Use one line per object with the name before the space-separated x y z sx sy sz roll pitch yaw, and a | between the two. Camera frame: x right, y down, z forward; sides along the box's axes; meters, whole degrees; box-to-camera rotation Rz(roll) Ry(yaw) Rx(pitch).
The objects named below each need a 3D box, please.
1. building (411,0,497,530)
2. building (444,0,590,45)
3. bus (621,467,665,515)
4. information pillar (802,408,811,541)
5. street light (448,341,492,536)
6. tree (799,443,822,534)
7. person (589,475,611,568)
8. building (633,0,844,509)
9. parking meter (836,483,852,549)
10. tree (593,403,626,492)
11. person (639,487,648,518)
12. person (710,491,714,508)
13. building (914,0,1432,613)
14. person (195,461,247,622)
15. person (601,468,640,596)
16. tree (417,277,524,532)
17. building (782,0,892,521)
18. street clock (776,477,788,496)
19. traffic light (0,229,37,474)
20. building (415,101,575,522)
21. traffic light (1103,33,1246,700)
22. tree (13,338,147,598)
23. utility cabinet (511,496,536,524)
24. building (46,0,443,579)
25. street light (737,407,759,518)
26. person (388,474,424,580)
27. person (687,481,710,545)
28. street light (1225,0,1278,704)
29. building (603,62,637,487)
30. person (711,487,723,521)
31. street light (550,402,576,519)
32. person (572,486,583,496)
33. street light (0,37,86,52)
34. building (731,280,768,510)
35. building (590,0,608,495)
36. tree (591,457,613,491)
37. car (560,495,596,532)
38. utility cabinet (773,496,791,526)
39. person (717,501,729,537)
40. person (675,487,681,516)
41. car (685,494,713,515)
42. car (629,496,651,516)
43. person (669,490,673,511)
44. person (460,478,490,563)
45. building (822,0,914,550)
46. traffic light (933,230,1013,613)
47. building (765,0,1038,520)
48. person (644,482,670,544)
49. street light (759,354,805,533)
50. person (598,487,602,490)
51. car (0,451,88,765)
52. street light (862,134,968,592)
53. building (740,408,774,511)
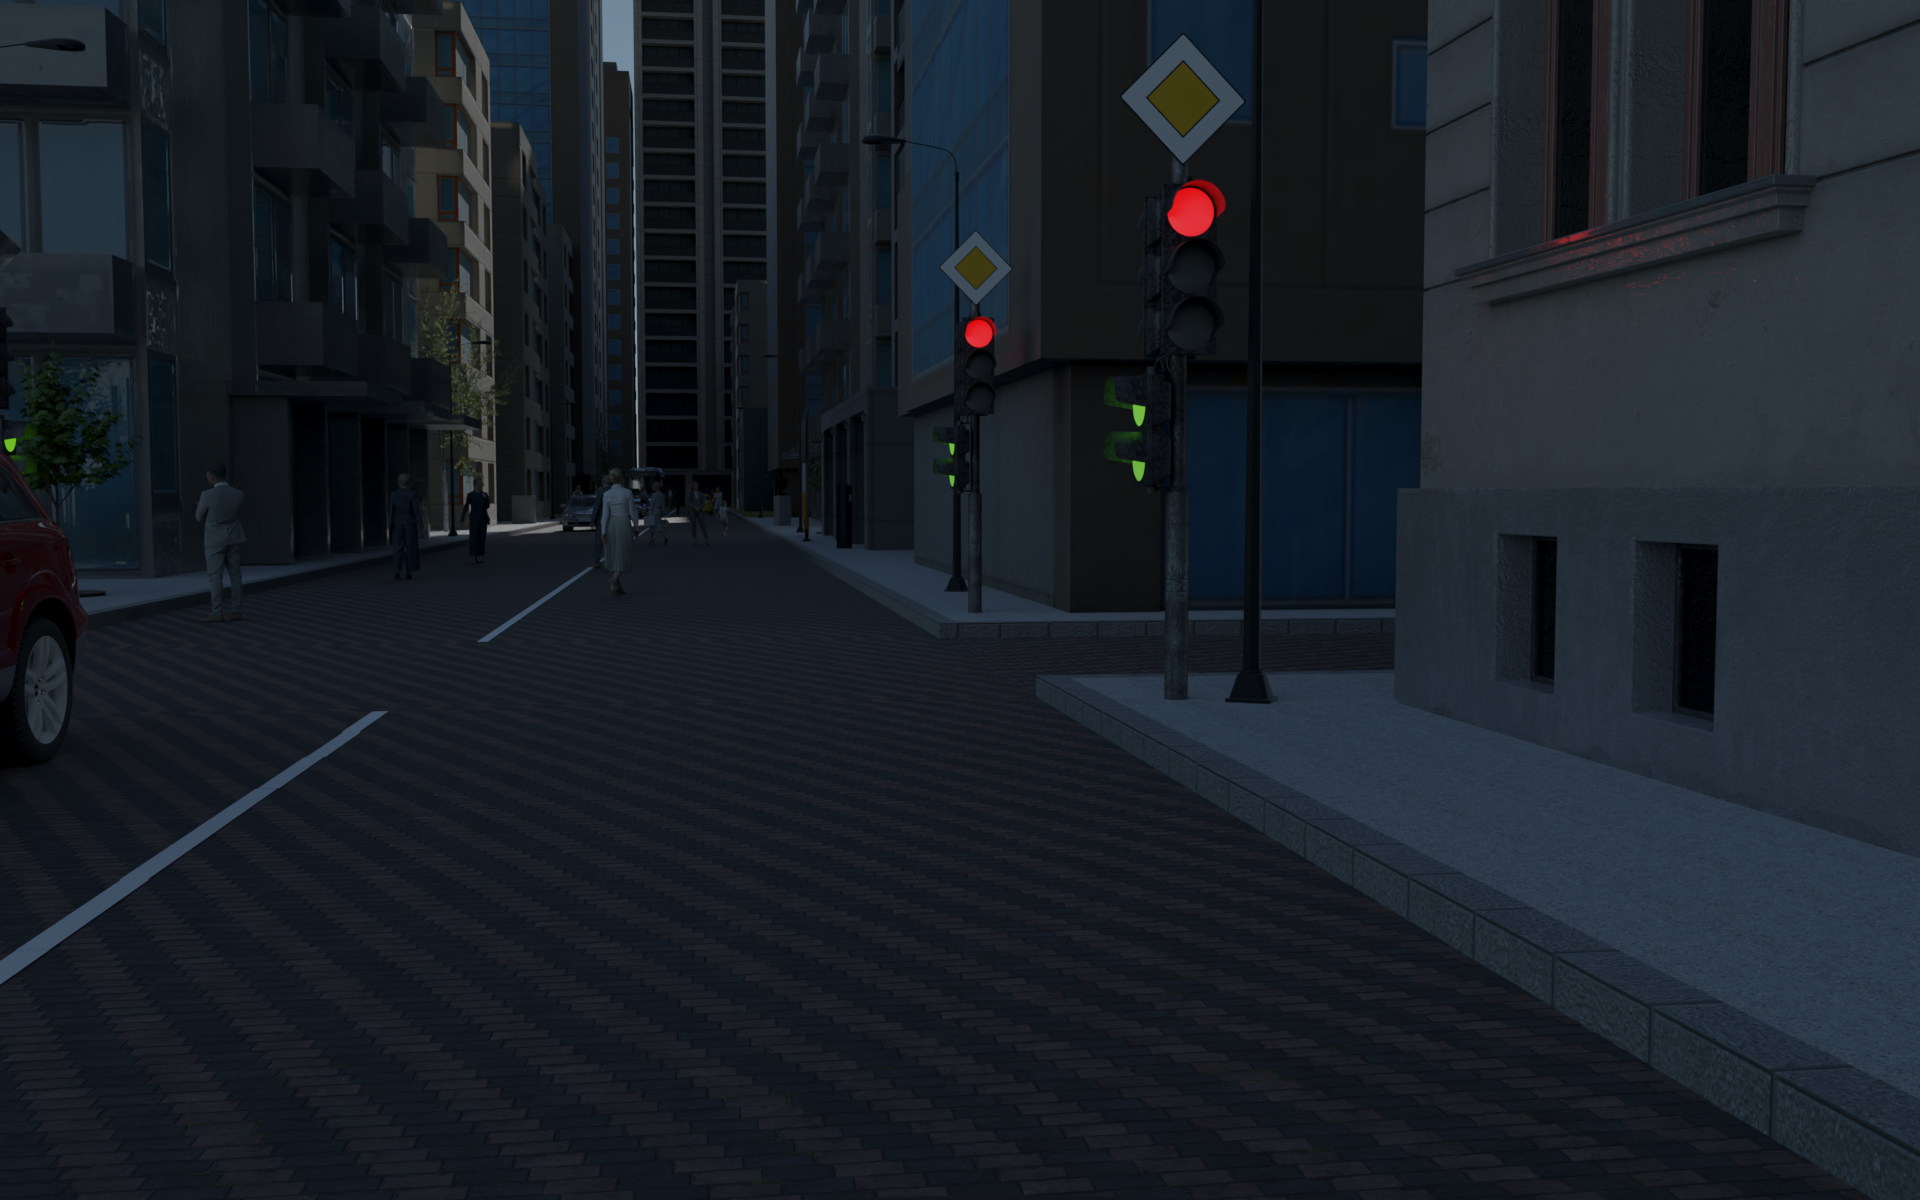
building | -33.306 -13.961 73.299 27.650 21.520 28.899 -1 4 -9
building | -34.069 -29.062 125.270 14.600 45.320 14.200 -1 4 -9
bus | -21.408 -7.476 117.090 2.948 3.499 13.247 0 4 -8
information pillar | -4.170 -3.392 46.815 0.183 3.616 0.504 0 4 5
street light | -14.848 -4.887 52.451 1.470 5.913 1.316 -1 4 -9
tree | -4.151 -3.764 56.144 1.663 3.219 1.824 0 3 0
person | -6.949 -1.535 33.769 0.590 1.801 0.661 3 5 43
building | -23.963 -45.670 184.951 20.611 71.187 20.563 -1 4 -9
parking meter | -2.733 -1.988 40.917 0.372 1.533 0.369 0 3 0
tree | -28.732 -11.465 137.820 4.360 8.622 3.978 0 3 0
person | -19.268 -5.897 104.778 0.709 1.838 0.599 2 4 33
person | -23.866 -9.629 166.481 0.434 1.755 0.990 1 4 18
building | 6.836 -22.914 24.749 14.200 45.320 14.600 -1 4 -9
person | -8.355 -0.663 19.524 0.466 1.800 0.511 1 4 23
person | -4.830 -0.961 24.445 0.478 1.798 0.641 1 4 16
tree | -17.145 -6.598 58.233 4.360 8.622 3.978 0 3 0
building | 4.243 -28.003 77.453 23.786 49.044 30.456 -1 4 -9
street clock | -7.556 -4.223 73.609 0.471 2.002 0.358 -3 5 -40
traffic light | -9.655 -1.726 17.144 0.839 4.253 0.868 -1 4 -9
building | -38.258 -15.815 103.615 27.650 21.520 28.899 -1 4 -9
traffic light | 1.334 -1.334 10.737 0.839 4.253 0.868 -1 4 -9
tree | -11.309 -1.646 21.513 1.663 3.219 1.824 0 3 0
utility cabinet | -18.984 -3.930 75.424 1.020 1.237 0.306 1 4 11
building | -23.546 -25.461 35.894 23.786 49.044 30.456 -1 4 -9
street light | -11.163 -7.322 92.252 1.470 5.913 1.316 -1 4 -9
person | -9.261 -1.224 28.940 0.576 1.772 0.534 -1 4 -20
person | -7.329 -2.429 48.493 0.520 1.790 0.573 -2 4 -35
street light | 1.273 -2.321 10.496 1.470 5.913 1.316 -1 4 -9
building | -40.986 -32.366 179.301 14.200 45.320 14.600 -1 4 -9
person | -12.679 -5.009 90.487 0.616 1.811 0.778 0 4 3
street light | -20.058 -7.030 87.487 1.470 5.913 1.316 -1 4 -9
person | -18.432 -4.590 83.653 0.679 1.850 0.850 2 4 24
street light | -9.599 -2.762 17.706 1.470 5.913 1.316 -1 4 -9
building | -6.416 -19.029 156.168 27.650 21.520 28.899 -1 4 -9
building | -42.595 -43.773 153.936 20.611 71.187 20.563 -1 4 -9
tree | -30.014 -9.725 142.717 4.285 4.588 4.351 0 3 0
car | -14.593 -3.418 67.881 2.014 1.417 4.499 -1 4 -9
utility cabinet | -7.231 -3.629 70.503 0.306 1.237 1.020 1 4 22
person | -7.950 -2.706 57.758 0.505 1.210 0.382 2 4 31
person | -18.378 -6.420 113.098 0.705 1.869 1.348 0 4 -5
car | -17.974 -6.694 119.667 2.015 1.641 3.980 -1 4 -10
car | -18.594 -5.312 99.425 1.945 1.354 3.894 0 4 -7
person | -23.732 -8.163 142.692 0.721 1.736 1.217 -1 4 -10
person | -10.136 -1.674 36.284 0.534 1.772 0.576 3 4 37
building | 7.300 -37.011 43.389 20.563 71.187 20.611 -1 4 -9
traffic light | 0.143 -1.817 18.633 0.839 4.253 0.868 -1 4 -9
building | -4.131 -27.589 101.193 14.600 45.320 14.200 -1 4 -9
person | -8.612 -2.469 49.226 0.624 1.780 0.694 3 5 40
street light | -5.858 -5.203 57.611 1.470 5.913 1.316 -1 4 -9
person | -18.731 -4.999 90.465 0.641 1.798 0.478 -2 4 -23
car | -5.678 0.064 7.633 2.281 1.827 5.304 0 4 -7
street light | -0.576 -3.062 22.609 1.470 5.913 1.316 -1 4 -9
building | -4.331 -49.588 123.432 22.319 86.520 31.000 -1 4 -9
